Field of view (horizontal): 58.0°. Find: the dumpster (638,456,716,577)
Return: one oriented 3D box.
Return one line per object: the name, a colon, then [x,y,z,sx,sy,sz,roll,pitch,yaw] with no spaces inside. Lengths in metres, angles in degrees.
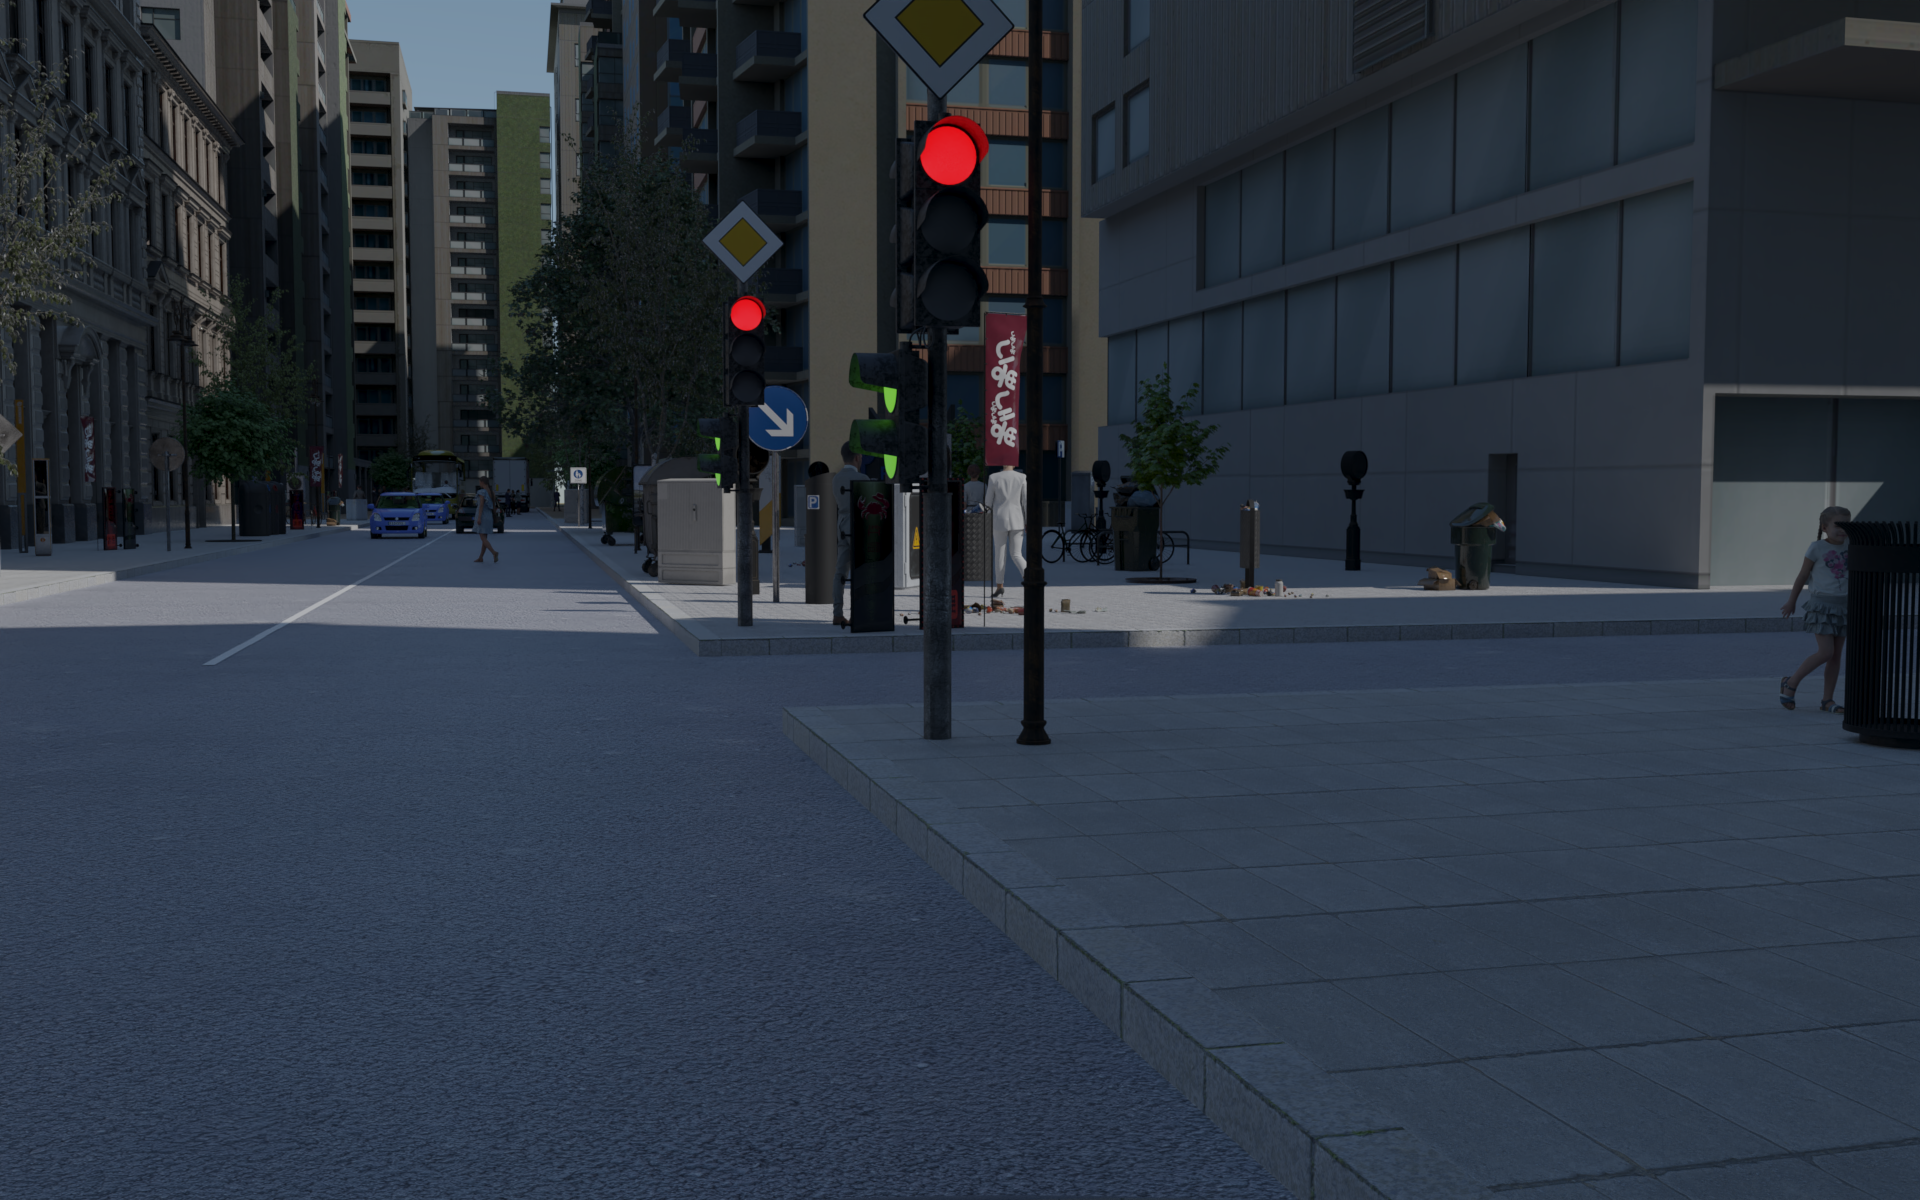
dumpster: [-4.399,-1.328,27.477,1.264,1.857,1.865,-1,4,-14]

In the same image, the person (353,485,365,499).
person: [-31.280,-5.111,90.145,0.617,1.759,0.750,-2,4,-24]

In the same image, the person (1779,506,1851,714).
person: [5.144,0.051,10.222,0.505,1.210,0.382,0,4,-7]

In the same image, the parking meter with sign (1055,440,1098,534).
parking meter with sign: [3.987,-3.663,56.150,1.738,3.016,0.543,2,4,26]

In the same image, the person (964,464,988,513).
person: [0.242,-1.278,27.510,0.480,1.755,0.524,-1,4,-11]

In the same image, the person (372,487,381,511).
person: [-36.901,-6.283,109.570,0.742,1.727,0.445,1,4,14]

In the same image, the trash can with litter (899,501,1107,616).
trash can with litter: [0.488,-0.466,18.684,2.233,1.210,1.678,0,4,1]

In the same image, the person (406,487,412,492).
person: [-41.340,-7.566,129.834,0.705,1.812,1.348,3,5,43]

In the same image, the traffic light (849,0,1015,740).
traffic light: [-0.137,-1.227,8.988,0.839,4.253,0.868,-1,4,-14]

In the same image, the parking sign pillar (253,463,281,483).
parking sign pillar: [-32.614,-5.684,81.399,1.447,3.967,1.447,2,4,30]

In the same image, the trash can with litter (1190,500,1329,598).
trash can with litter: [3.822,-0.697,22.454,1.678,1.210,2.233,0,4,3]

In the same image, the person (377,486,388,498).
person: [-37.636,-6.546,113.209,1.348,1.807,0.705,2,4,24]

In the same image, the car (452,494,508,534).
car: [-17.798,-3.331,64.245,2.009,1.686,4.222,-1,4,-15]

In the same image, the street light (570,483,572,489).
street light: [-19.950,-7.094,88.782,0.468,5.910,1.993,-1,4,-14]

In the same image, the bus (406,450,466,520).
bus: [-30.032,-6.629,99.938,2.896,3.916,12.252,-1,4,-14]

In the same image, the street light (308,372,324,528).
street light: [-24.332,-5.671,65.507,0.468,5.910,1.993,-1,4,-14]

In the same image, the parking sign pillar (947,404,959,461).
parking sign pillar: [-0.322,-3.931,52.743,1.447,3.967,1.447,-1,4,-21]

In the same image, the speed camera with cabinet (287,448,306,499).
speed camera with cabinet: [-29.097,-4.873,74.008,2.038,3.252,0.660,-1,4,-12]

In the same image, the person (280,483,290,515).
person: [-30.011,-4.296,76.765,0.515,1.767,0.782,2,4,25]

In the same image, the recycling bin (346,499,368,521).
recycling bin: [-29.389,-4.393,84.381,0.722,1.027,0.722,2,4,26]

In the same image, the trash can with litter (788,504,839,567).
trash can with litter: [-2.305,-1.208,30.808,1.678,1.210,2.233,-2,4,-26]

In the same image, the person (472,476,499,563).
person: [-9.850,-1.683,36.109,0.778,1.811,0.616,2,4,34]

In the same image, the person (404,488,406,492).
person: [-50.680,-9.315,158.333,0.705,1.826,1.348,2,4,33]

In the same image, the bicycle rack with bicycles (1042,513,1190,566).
bicycle rack with bicycles: [2.867,-1.149,32.175,2.925,0.926,2.852,-1,4,-16]

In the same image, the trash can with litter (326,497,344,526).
trash can with litter: [-25.251,-3.579,69.907,0.624,1.170,1.055,-1,4,-12]

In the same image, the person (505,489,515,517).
person: [-28.000,-6.043,107.753,0.568,1.767,0.683,0,4,-6]

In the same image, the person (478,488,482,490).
person: [-29.866,-6.072,107.784,1.348,1.823,0.705,-2,4,-35]

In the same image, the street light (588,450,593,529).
street light: [-13.734,-5.588,64.152,0.468,5.910,1.993,-1,4,-14]

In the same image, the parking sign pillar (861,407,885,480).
parking sign pillar: [-2.584,-3.962,53.257,1.447,3.967,1.447,-2,4,-29]

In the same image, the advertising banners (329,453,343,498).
advertising banners: [-27.224,-4.845,75.400,0.090,3.025,2.074,-3,4,-39]

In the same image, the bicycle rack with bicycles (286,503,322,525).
bicycle rack with bicycles: [-27.667,-3.547,71.376,2.852,0.926,2.925,-2,4,-28]

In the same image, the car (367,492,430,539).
car: [-18.363,-2.881,56.701,1.945,1.707,3.694,-1,4,-16]

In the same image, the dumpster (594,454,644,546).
dumpster: [-8.391,-2.510,43.526,1.502,2.255,1.985,-1,4,-14]

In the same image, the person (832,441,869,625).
person: [-0.999,-0.656,16.948,0.511,1.800,0.466,2,4,32]

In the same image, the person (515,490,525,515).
person: [-30.372,-6.738,119.461,0.721,1.735,1.217,-3,5,-42]

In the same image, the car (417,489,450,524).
car: [-25.311,-4.468,82.636,1.945,1.707,3.694,-1,4,-15]

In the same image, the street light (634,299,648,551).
street light: [-7.320,-4.059,39.157,0.468,5.910,1.993,-1,4,-14]

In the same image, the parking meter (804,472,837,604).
parking meter: [-1.628,-0.725,20.263,0.372,1.533,0.369,0,3,0]

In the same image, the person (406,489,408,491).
person: [-43.687,-7.982,137.349,0.445,1.727,0.742,3,5,40]

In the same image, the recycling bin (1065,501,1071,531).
recycling bin: [4.073,-2.856,59.258,0.722,1.027,0.722,3,4,36]

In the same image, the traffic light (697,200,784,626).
traffic light: [-2.107,-1.701,16.727,0.839,4.253,0.868,-1,4,-14]

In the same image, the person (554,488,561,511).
person: [-29.810,-7.418,128.243,0.541,1.710,0.530,2,4,30]

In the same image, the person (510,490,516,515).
person: [-31.356,-6.852,121.249,1.217,1.735,0.721,2,4,25]

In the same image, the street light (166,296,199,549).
street light: [-18.165,-4.146,40.582,0.468,5.910,1.993,-1,4,-14]

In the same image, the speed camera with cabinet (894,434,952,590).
speed camera with cabinet: [-0.678,-1.821,24.112,0.660,3.252,2.038,1,4,18]

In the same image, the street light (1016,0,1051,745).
street light: [0.380,-2.199,8.745,0.468,5.910,1.993,-1,4,-14]

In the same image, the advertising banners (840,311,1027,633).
advertising banners: [-0.198,-1.235,16.379,2.074,3.025,0.090,-2,4,-32]

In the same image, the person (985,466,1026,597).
person: [0.619,-0.942,21.316,0.514,1.842,0.818,-2,4,-28]

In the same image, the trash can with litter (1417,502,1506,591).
trash can with litter: [6.695,-0.719,23.135,1.055,1.170,0.624,-2,4,-23]

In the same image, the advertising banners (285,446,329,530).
advertising banners: [-23.906,-4.043,62.287,2.074,3.025,0.090,-2,4,-33]

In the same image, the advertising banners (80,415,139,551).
advertising banners: [-19.388,-2.648,39.478,0.090,3.025,2.074,0,4,6]

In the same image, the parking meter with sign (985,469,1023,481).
parking meter with sign: [1.604,-3.511,53.663,1.738,3.016,0.543,0,4,1]
